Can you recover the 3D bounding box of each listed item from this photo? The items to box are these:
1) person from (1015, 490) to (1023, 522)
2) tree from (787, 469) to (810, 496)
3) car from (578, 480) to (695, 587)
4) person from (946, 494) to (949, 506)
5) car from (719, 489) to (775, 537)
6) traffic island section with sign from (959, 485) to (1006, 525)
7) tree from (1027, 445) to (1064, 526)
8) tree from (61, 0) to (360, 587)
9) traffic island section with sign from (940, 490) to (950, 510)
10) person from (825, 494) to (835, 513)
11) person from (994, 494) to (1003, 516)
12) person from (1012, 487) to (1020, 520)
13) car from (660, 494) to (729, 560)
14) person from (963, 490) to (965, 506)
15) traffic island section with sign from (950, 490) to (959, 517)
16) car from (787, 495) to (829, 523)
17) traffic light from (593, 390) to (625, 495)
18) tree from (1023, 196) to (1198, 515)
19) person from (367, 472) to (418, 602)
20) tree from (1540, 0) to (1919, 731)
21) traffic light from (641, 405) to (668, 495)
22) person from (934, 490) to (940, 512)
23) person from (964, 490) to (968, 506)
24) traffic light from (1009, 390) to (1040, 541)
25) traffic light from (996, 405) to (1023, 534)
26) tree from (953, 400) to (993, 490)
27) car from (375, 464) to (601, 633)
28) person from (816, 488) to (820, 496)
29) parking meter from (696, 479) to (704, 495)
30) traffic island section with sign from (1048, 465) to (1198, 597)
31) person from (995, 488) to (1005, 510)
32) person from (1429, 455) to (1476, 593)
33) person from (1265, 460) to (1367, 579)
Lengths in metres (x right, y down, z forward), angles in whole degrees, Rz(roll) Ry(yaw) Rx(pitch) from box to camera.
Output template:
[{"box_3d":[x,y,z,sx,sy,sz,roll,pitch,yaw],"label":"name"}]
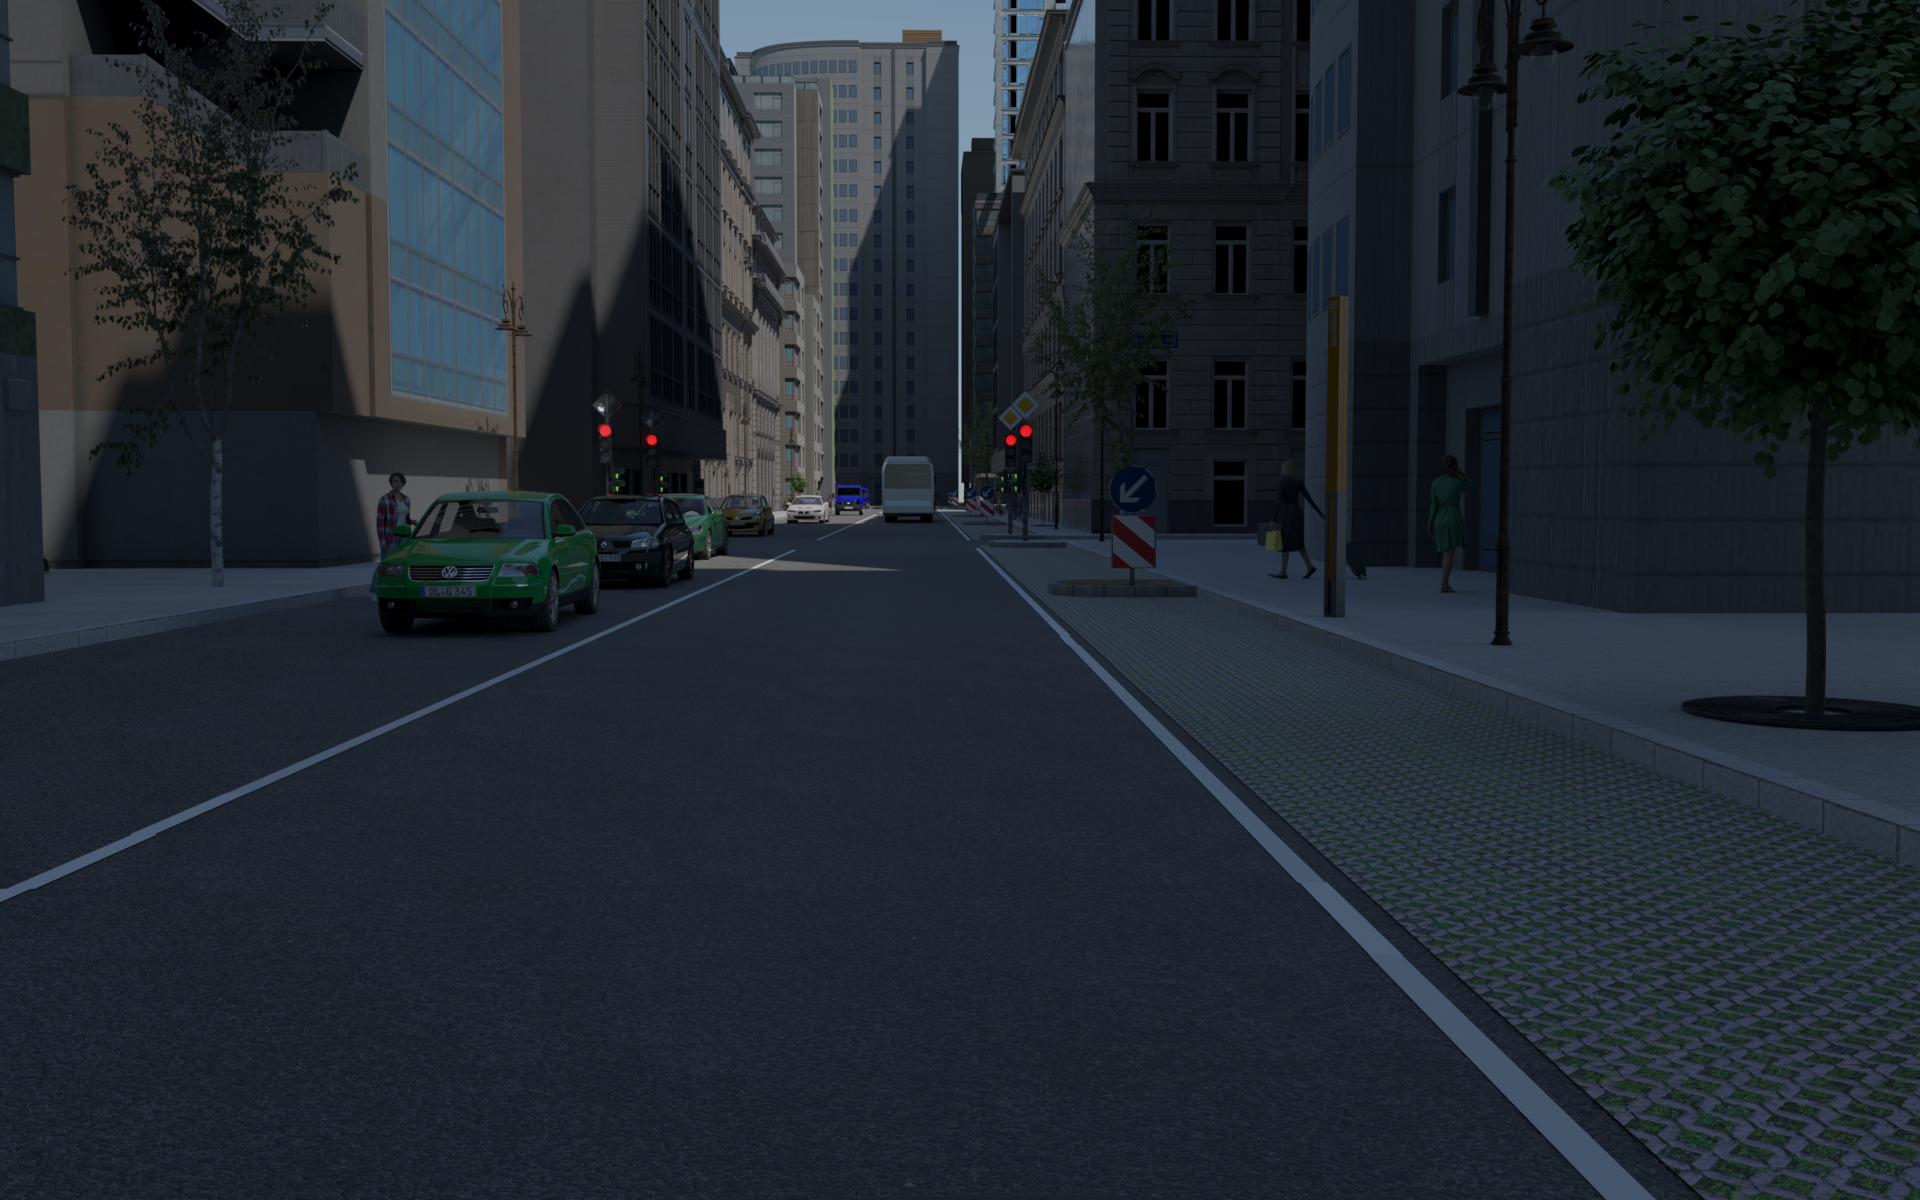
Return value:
[{"box_3d":[2.794,-4.545,80.944,0.643,1.750,0.593,-2,4,-30],"label":"person"},{"box_3d":[-12.079,-8.248,129.450,1.663,3.219,1.824,0,3,0],"label":"tree"},{"box_3d":[-5.338,-1.102,27.798,2.009,1.686,4.222,0,4,-1],"label":"car"},{"box_3d":[-1.393,-11.124,191.844,0.593,1.643,0.415,3,5,41],"label":"person"},{"box_3d":[-7.416,-3.020,59.593,2.015,1.641,3.980,0,4,1],"label":"car"},{"box_3d":[1.103,-4.350,79.743,1.989,1.847,2.006,0,4,-1],"label":"traffic island section with sign"},{"box_3d":[3.244,-4.557,69.114,1.663,3.219,1.824,0,3,0],"label":"tree"},{"box_3d":[-10.391,-4.503,23.986,4.360,8.622,3.978,0,3,0],"label":"tree"},{"box_3d":[-0.552,-9.068,156.881,1.989,1.847,2.006,0,4,-1],"label":"traffic island section with sign"},{"box_3d":[-9.939,-7.372,132.297,1.065,1.426,0.557,2,4,28],"label":"person"},{"box_3d":[2.295,-5.618,102.142,0.590,1.304,0.306,3,4,39],"label":"person"},{"box_3d":[2.751,-4.854,85.206,0.447,1.846,0.655,-2,4,-33],"label":"person"},{"box_3d":[-6.361,-1.674,39.174,2.131,1.459,4.920,0,3,0],"label":"car"},{"box_3d":[0.579,-11.362,192.524,0.721,1.735,1.217,0,4,4],"label":"person"},{"box_3d":[0.527,-5.998,106.692,1.989,1.847,2.006,0,4,-1],"label":"traffic island section with sign"},{"box_3d":[-7.542,-4.519,86.247,2.083,1.381,4.827,0,4,0],"label":"car"},{"box_3d":[-9.503,-3.540,46.796,0.839,4.253,0.868,0,4,-1],"label":"traffic light"},{"box_3d":[3.756,-5.615,42.166,4.737,8.622,4.395,0,3,0],"label":"tree"},{"box_3d":[-7.531,-0.836,22.999,0.643,1.720,0.563,2,4,30],"label":"person"},{"box_3d":[5.031,-1.606,9.979,4.285,4.588,4.351,0,3,0],"label":"tree"},{"box_3d":[-9.674,-4.028,54.779,0.839,4.253,0.868,0,4,-1],"label":"traffic light"},{"box_3d":[-2.101,-7.763,135.555,1.348,1.807,0.705,-2,4,-31],"label":"person"},{"box_3d":[0.683,-11.050,186.848,0.705,1.807,1.348,-1,4,-13],"label":"person"},{"box_3d":[1.755,-3.555,47.051,0.839,4.253,0.868,0,4,-1],"label":"traffic light"},{"box_3d":[1.584,-4.044,55.035,0.839,4.253,0.868,0,4,-1],"label":"traffic light"},{"box_3d":[1.707,-11.285,134.871,4.737,8.622,4.395,0,3,0],"label":"tree"},{"box_3d":[-5.170,-0.646,19.351,1.959,1.807,4.718,0,4,-3],"label":"car"},{"box_3d":[-11.980,-8.547,145.789,0.705,1.823,1.348,-1,4,-14],"label":"person"},{"box_3d":[-9.829,-3.657,65.500,0.255,1.863,0.399,0,4,6],"label":"parking meter"},{"box_3d":[2.284,-0.992,24.840,1.989,1.847,2.006,0,4,-1],"label":"traffic island section with sign"},{"box_3d":[2.991,-7.890,135.755,1.217,1.736,0.721,3,5,40],"label":"person"},{"box_3d":[6.386,-1.003,22.684,0.600,1.795,0.529,3,4,37],"label":"person"},{"box_3d":[5.381,-1.217,26.153,1.509,1.804,0.699,1,4,12],"label":"person"}]
